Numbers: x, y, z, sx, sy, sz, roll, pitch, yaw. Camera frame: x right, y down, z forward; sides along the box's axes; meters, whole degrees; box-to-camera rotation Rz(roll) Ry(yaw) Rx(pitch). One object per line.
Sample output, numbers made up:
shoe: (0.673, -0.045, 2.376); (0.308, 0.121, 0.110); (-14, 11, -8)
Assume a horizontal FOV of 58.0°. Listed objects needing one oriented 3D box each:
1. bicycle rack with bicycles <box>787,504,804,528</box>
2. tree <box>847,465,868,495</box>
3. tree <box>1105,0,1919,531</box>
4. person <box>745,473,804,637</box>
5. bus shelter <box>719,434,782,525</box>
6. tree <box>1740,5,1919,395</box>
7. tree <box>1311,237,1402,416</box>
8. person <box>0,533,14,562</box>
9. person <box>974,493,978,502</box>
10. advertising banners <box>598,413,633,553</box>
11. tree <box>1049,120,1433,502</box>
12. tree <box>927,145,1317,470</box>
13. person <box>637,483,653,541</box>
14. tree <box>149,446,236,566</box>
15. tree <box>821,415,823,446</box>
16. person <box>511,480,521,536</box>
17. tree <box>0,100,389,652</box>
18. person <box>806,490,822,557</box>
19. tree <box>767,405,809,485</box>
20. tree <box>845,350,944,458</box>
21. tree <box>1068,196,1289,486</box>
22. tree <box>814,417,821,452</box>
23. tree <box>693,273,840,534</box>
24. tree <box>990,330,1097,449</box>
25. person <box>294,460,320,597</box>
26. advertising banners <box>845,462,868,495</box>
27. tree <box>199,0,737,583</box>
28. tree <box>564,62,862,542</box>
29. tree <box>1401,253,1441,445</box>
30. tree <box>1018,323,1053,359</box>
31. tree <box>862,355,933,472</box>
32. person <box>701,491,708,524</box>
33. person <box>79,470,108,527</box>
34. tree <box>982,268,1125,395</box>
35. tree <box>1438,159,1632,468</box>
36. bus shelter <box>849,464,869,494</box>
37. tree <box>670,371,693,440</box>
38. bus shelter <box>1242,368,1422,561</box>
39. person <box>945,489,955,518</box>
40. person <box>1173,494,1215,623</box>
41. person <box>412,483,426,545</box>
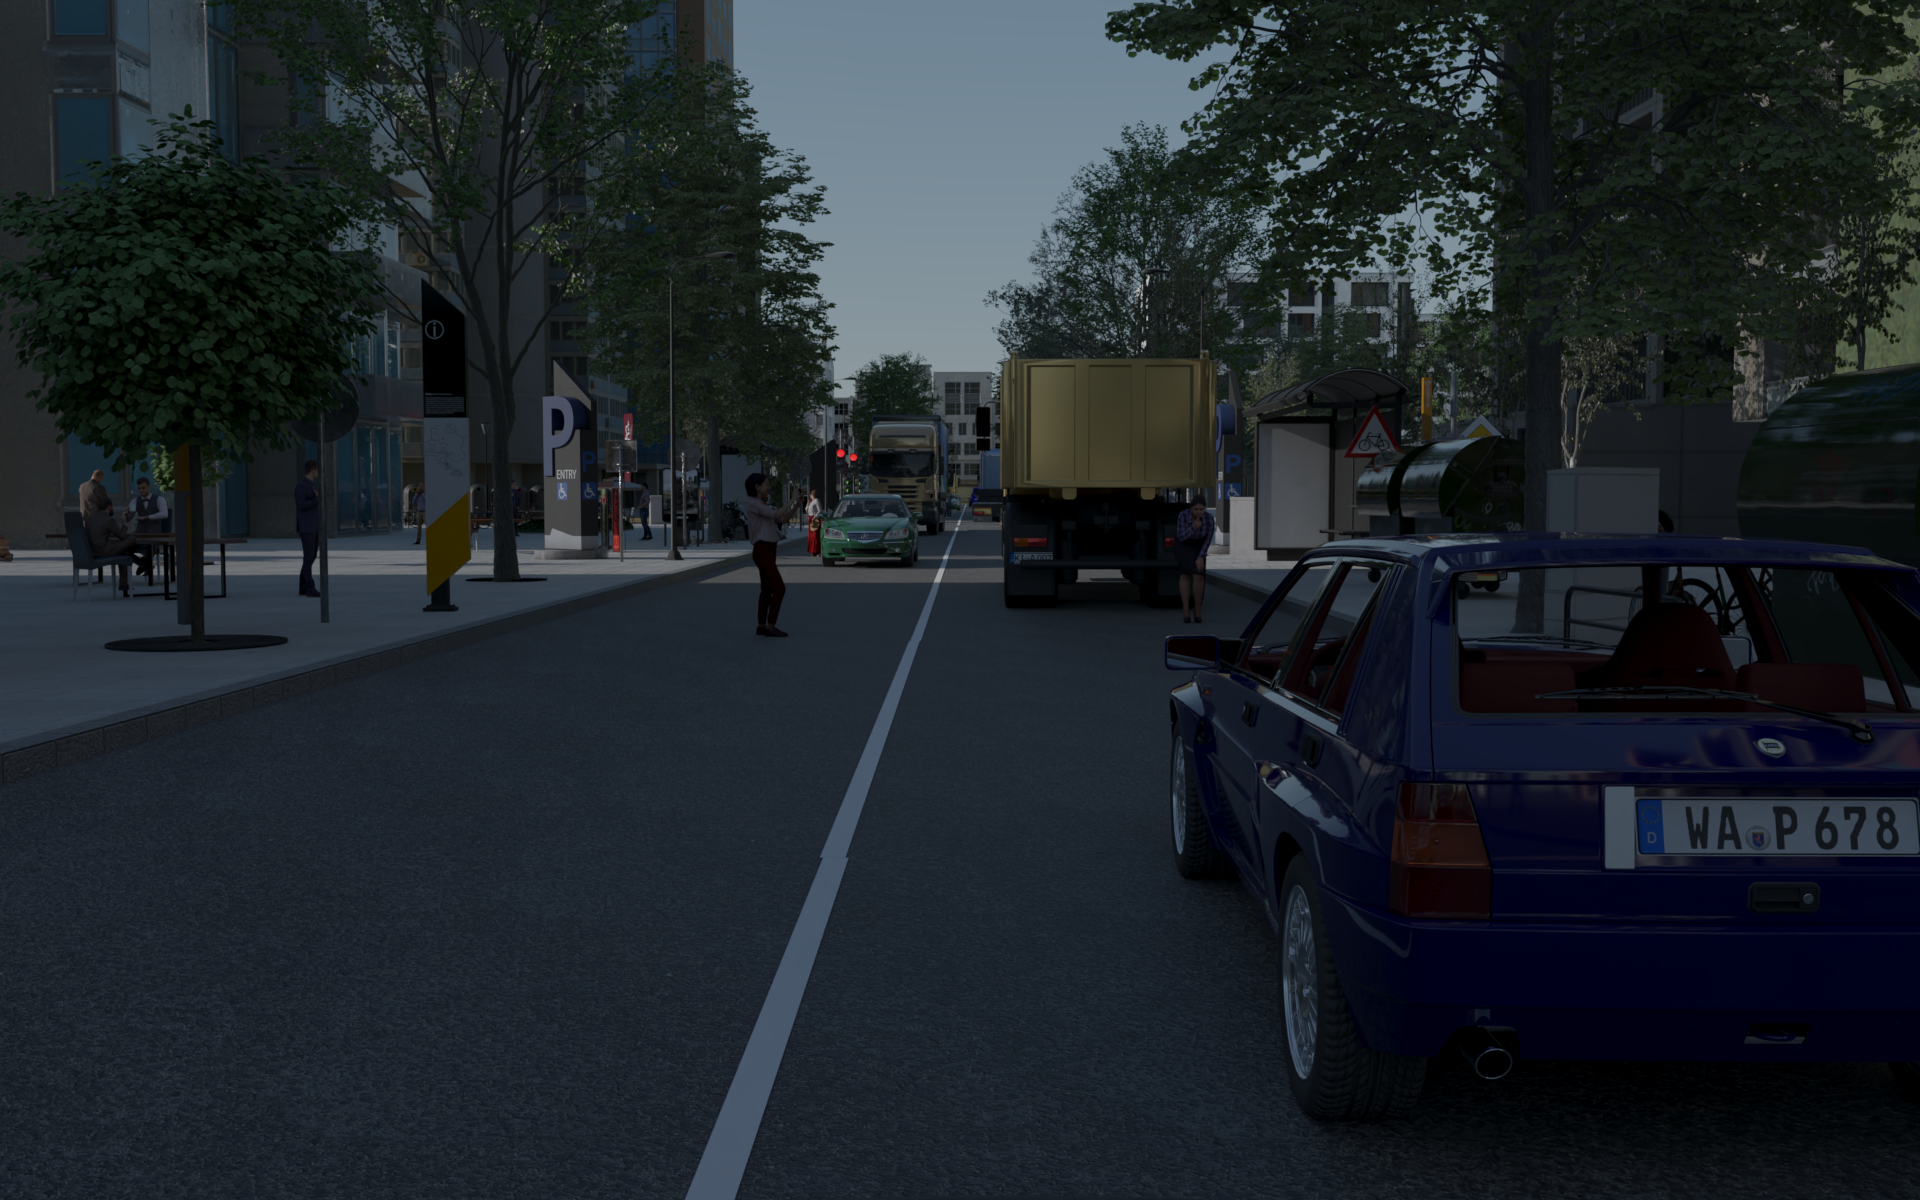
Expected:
bicycle rack with bicycles: (-7.287, -3.225, 66.106); (2.852, 0.926, 2.925); (1, 4, 15)
tree: (-6.049, -6.328, 98.061); (1.663, 3.219, 1.824); (0, 3, 0)
tree: (5.240, -5.992, 16.105); (7.486, 12.596, 7.792); (0, 3, 0)
person: (-1.877, -0.464, 17.543); (0.566, 1.644, 0.517); (3, 5, 42)
bus shelter: (-7.493, -4.139, 61.602); (2.014, 3.302, 5.546); (0, 4, 0)
tree: (13.288, -4.636, 26.164); (4.360, 8.622, 3.978); (0, 3, 0)
tree: (13.054, -6.138, 50.711); (4.360, 8.622, 3.978); (0, 3, 0)
person: (-18.069, -0.984, 32.601); (0.357, 0.543, 0.381); (3, 5, 41)
person: (1.401, -7.980, 140.434); (0.566, 1.644, 0.517); (2, 4, 25)
advertising banners: (-7.568, -2.563, 38.099); (0.090, 3.025, 2.074); (-2, 4, -31)
tree: (6.152, -7.552, 49.236); (9.928, 11.665, 9.643); (0, 3, 0)
tree: (6.205, -9.143, 59.865); (12.009, 13.543, 11.850); (0, 3, 0)
person: (-8.669, -2.417, 47.512); (0.435, 1.587, 0.963); (-1, 4, -18)
tree: (-14.019, -2.232, 31.090); (1.663, 3.219, 1.824); (0, 3, 0)
tree: (-13.432, -12.083, 147.926); (4.360, 8.622, 3.978); (0, 3, 0)
person: (-13.478, -2.762, 52.125); (0.541, 1.710, 0.530); (-2, 4, -29)
tree: (-6.559, -1.887, 14.566); (4.285, 4.588, 4.351); (0, 3, 0)
person: (-3.319, -1.757, 39.689); (0.387, 1.526, 0.523); (-2, 4, -30)
tree: (-12.590, -9.831, 111.094); (4.360, 8.622, 3.978); (0, 3, 0)
tree: (-5.036, -12.207, 125.346); (9.928, 11.665, 9.643); (0, 3, 0)
tree: (5.046, -5.627, 42.371); (4.360, 8.622, 3.978); (0, 3, 0)
tree: (-12.573, -10.752, 126.152); (4.360, 8.622, 3.978); (0, 3, 0)
tree: (-5.822, -6.409, 55.149); (4.737, 8.622, 4.395); (0, 3, 0)
tree: (6.844, -13.486, 127.149); (9.857, 13.997, 8.962); (0, 3, 0)
person: (-8.136, -0.901, 21.687); (0.530, 1.710, 0.541); (1, 4, 12)
advertising banners: (-5.605, -5.946, 93.412); (2.074, 3.025, 0.090); (-2, 4, -28)
tree: (-6.779, -6.084, 25.222); (9.928, 11.665, 9.643); (0, 3, 0)
tree: (-7.070, -7.855, 46.555); (7.486, 12.596, 7.792); (0, 3, 0)
tree: (14.187, -5.810, 45.352); (4.360, 8.622, 3.978); (0, 3, 0)
tree: (6.065, -11.955, 113.585); (7.486, 12.596, 7.792); (0, 3, 0)
tree: (-5.421, -13.602, 140.520); (7.486, 12.596, 7.792); (0, 3, 0)
person: (-10.943, -3.913, 73.252); (0.726, 1.434, 0.776); (-1, 4, -20)
person: (-16.474, -1.607, 33.011); (0.565, 1.739, 0.600); (-1, 4, -10)
tree: (8.005, -17.524, 142.410); (12.611, 20.169, 13.585); (0, 3, 0)
tree: (13.299, -5.295, 36.931); (4.360, 8.622, 3.978); (0, 3, 0)
bus shelter: (-6.611, -7.560, 117.535); (2.014, 3.302, 5.546); (0, 4, 0)
tree: (-13.483, -8.793, 94.123); (4.737, 8.622, 4.395); (0, 3, 0)
bus shelter: (6.399, -2.240, 30.553); (2.014, 3.302, 5.546); (0, 4, 0)
person: (-0.651, -5.706, 102.514); (0.376, 1.734, 0.841); (-2, 4, -26)
person: (2.592, -0.454, 19.155); (0.421, 1.427, 0.697); (0, 4, -3)
person: (-13.650, -2.195, 43.987); (0.516, 1.574, 0.319); (1, 4, 16)
